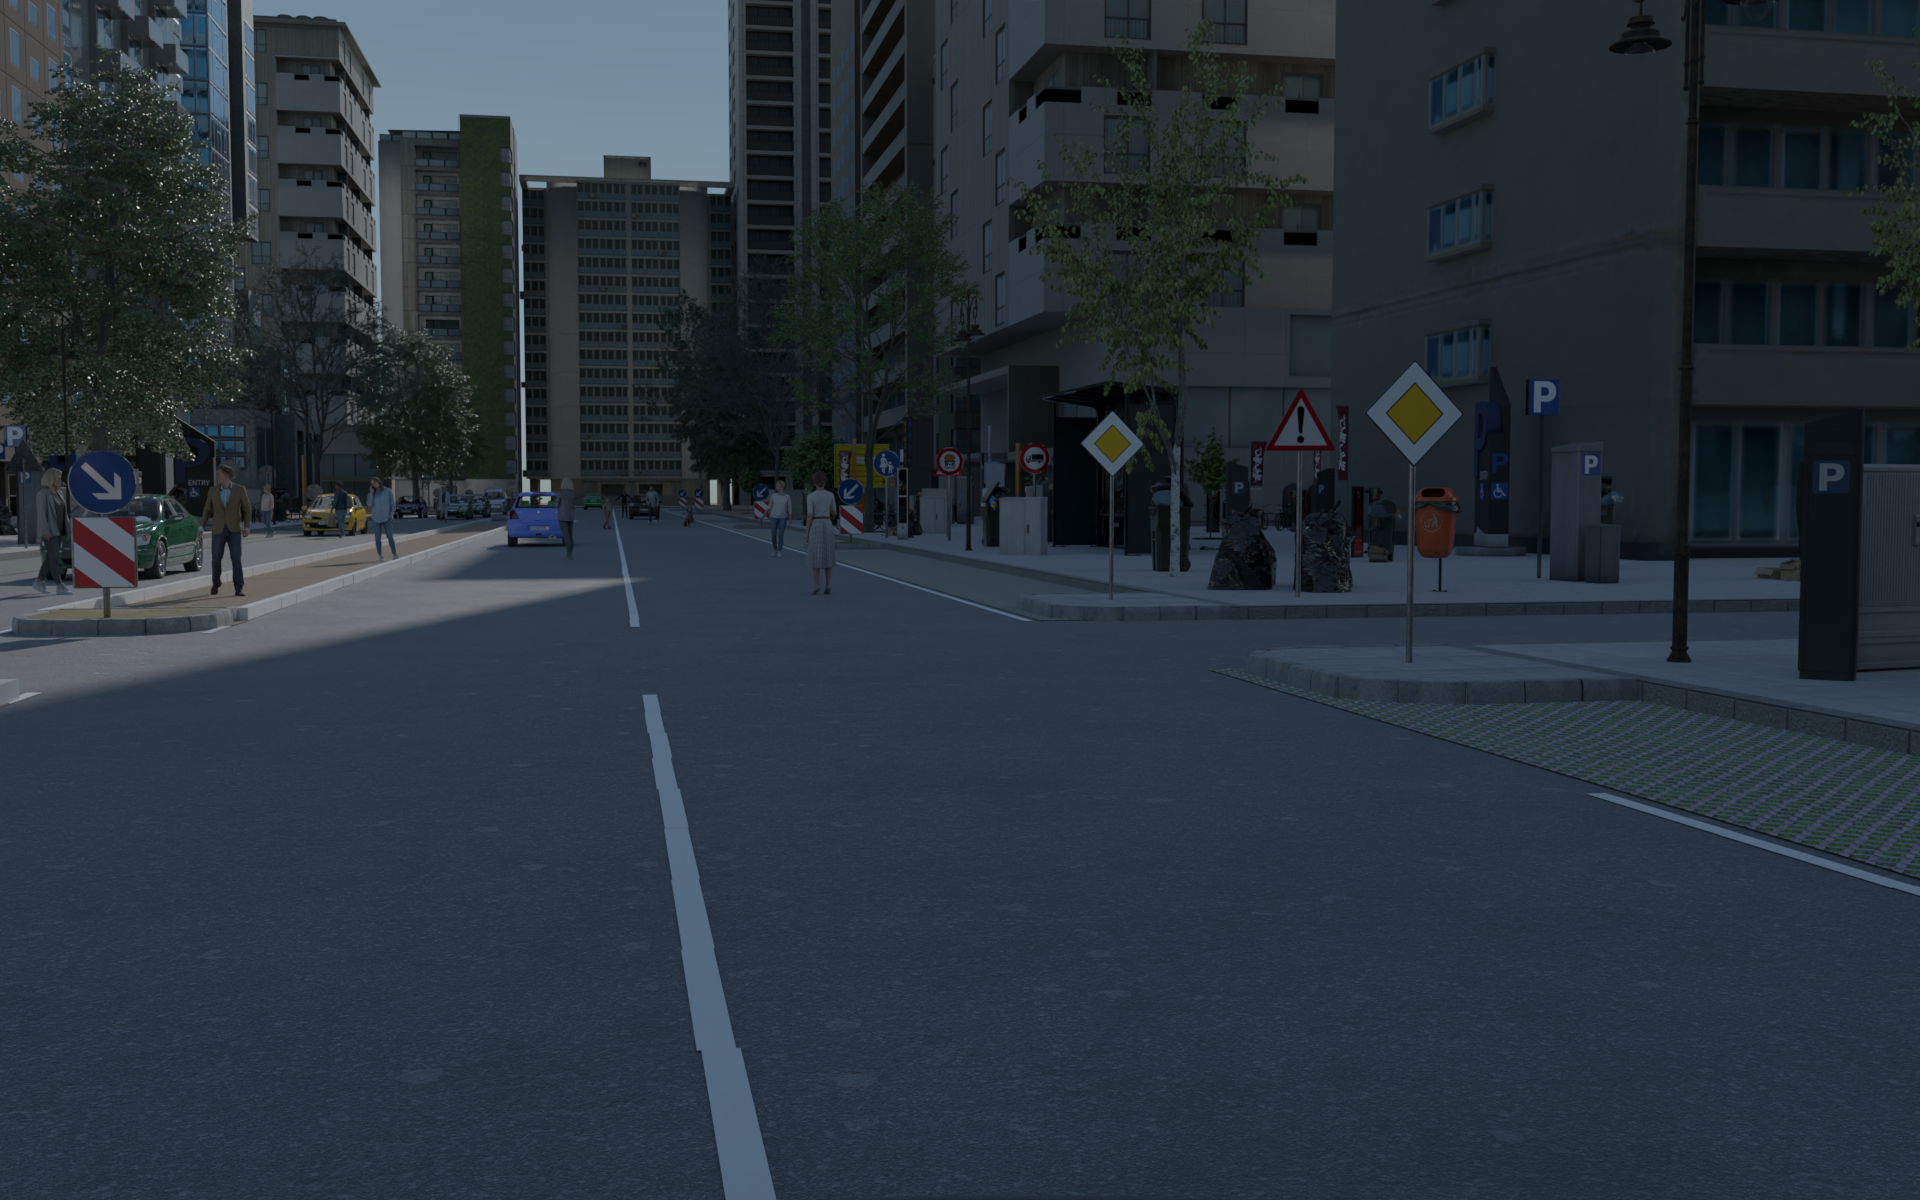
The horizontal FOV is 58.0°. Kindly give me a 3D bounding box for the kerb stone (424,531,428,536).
[{"bbox_3d":[-17.980,-2.180,57.841,0.120,0.150,1.000,-1,4,-11],"label":"kerb stone"}]

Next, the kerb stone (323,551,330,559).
[{"bbox_3d":[-13.922,-0.943,37.736,0.120,0.150,1.000,-1,4,-11],"label":"kerb stone"}]

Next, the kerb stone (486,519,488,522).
[{"bbox_3d":[-23.675,-3.901,85.980,0.120,0.150,1.000,-1,4,-11],"label":"kerb stone"}]

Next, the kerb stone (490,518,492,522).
[{"bbox_3d":[-24.284,-4.085,88.993,0.120,0.150,1.000,-1,4,-11],"label":"kerb stone"}]

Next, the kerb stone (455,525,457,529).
[{"bbox_3d":[-20.222,-2.856,68.893,0.120,0.150,1.000,-1,4,-11],"label":"kerb stone"}]

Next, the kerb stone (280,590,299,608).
[{"bbox_3d":[-8.610,0.008,22.064,0.120,0.150,1.000,-1,4,-11],"label":"kerb stone"}]

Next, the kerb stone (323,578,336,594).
[{"bbox_3d":[-9.212,-0.176,25.076,0.120,0.150,1.000,-1,4,-11],"label":"kerb stone"}]

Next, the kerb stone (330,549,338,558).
[{"bbox_3d":[-14.118,-1.007,38.740,0.120,0.150,1.000,-1,4,-11],"label":"kerb stone"}]

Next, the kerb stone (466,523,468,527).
[{"bbox_3d":[-21.232,-3.159,73.926,0.120,0.150,1.000,-1,4,-11],"label":"kerb stone"}]

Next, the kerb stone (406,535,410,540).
[{"bbox_3d":[-16.978,-1.871,52.821,0.120,0.150,1.000,-1,4,-11],"label":"kerb stone"}]

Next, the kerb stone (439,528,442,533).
[{"bbox_3d":[-18.995,-2.488,62.868,0.120,0.150,1.000,-1,4,-11],"label":"kerb stone"}]

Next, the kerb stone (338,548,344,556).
[{"bbox_3d":[-14.329,-1.073,39.743,0.120,0.150,1.000,-1,4,-11],"label":"kerb stone"}]

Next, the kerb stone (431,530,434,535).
[{"bbox_3d":[-18.390,-2.302,59.851,0.120,0.150,1.000,-1,4,-11],"label":"kerb stone"}]

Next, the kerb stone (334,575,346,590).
[{"bbox_3d":[-9.429,-0.237,26.075,0.120,0.150,1.000,-1,4,-11],"label":"kerb stone"}]

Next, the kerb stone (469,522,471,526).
[{"bbox_3d":[-21.636,-3.286,75.933,0.120,0.150,1.000,-1,4,-11],"label":"kerb stone"}]

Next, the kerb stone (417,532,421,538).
[{"bbox_3d":[-17.578,-2.054,55.836,0.120,0.150,1.000,-1,4,-11],"label":"kerb stone"}]

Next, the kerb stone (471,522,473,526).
[{"bbox_3d":[-21.846,-3.345,76.934,0.120,0.150,1.000,-1,4,-11],"label":"kerb stone"}]

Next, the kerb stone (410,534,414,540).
[{"bbox_3d":[-17.173,-1.935,53.829,0.120,0.150,1.000,-1,4,-11],"label":"kerb stone"}]

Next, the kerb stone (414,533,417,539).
[{"bbox_3d":[-17.374,-1.996,54.833,0.120,0.150,1.000,-1,4,-11],"label":"kerb stone"}]

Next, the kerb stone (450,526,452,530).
[{"bbox_3d":[-19.810,-2.734,66.890,0.120,0.150,1.000,-1,4,-11],"label":"kerb stone"}]

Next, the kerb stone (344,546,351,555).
[{"bbox_3d":[-14.532,-1.133,40.751,0.120,0.150,1.000,-1,4,-11],"label":"kerb stone"}]

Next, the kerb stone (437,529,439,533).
[{"bbox_3d":[-18.798,-2.426,61.865,0.120,0.150,1.000,-1,4,-11],"label":"kerb stone"}]

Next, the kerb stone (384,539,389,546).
[{"bbox_3d":[-15.949,-1.566,47.794,0.120,0.150,1.000,-1,4,-11],"label":"kerb stone"}]

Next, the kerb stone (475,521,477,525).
[{"bbox_3d":[-22.250,-3.471,78.943,0.120,0.150,1.000,-1,4,-11],"label":"kerb stone"}]

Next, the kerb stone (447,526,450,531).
[{"bbox_3d":[-19.610,-2.672,65.888,0.120,0.150,1.000,-1,4,-11],"label":"kerb stone"}]

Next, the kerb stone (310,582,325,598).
[{"bbox_3d":[-9.012,-0.115,24.072,0.120,0.150,1.000,-1,4,-11],"label":"kerb stone"}]

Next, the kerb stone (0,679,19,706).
[{"bbox_3d":[-6.490,0.653,11.519,0.120,0.150,1.000,-1,4,-11],"label":"kerb stone"}]

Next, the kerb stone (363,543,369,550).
[{"bbox_3d":[-15.143,-1.320,43.774,0.120,0.150,1.000,-1,4,-11],"label":"kerb stone"}]

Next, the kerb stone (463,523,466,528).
[{"bbox_3d":[-21.028,-3.100,72.911,0.120,0.150,1.000,-1,4,-11],"label":"kerb stone"}]

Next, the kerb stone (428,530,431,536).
[{"bbox_3d":[-18.191,-2.242,58.846,0.120,0.150,1.000,-1,4,-11],"label":"kerb stone"}]

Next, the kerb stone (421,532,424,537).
[{"bbox_3d":[-17.784,-2.117,56.837,0.120,0.150,1.000,-1,4,-11],"label":"kerb stone"}]

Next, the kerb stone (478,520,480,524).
[{"bbox_3d":[-22.652,-3.594,80.955,0.120,0.150,1.000,-1,4,-11],"label":"kerb stone"}]

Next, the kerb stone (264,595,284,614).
[{"bbox_3d":[-8.410,0.071,21.055,0.120,0.150,1.000,-1,4,-11],"label":"kerb stone"}]

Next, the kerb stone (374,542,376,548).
[{"bbox_3d":[-15.545,-1.442,45.779,0.120,0.150,1.000,-1,4,-11],"label":"kerb stone"}]

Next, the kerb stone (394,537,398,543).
[{"bbox_3d":[-16.365,-1.688,49.796,0.120,0.150,1.000,-1,4,-11],"label":"kerb stone"}]

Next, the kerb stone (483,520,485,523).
[{"bbox_3d":[-23.264,-3.777,83.970,0.120,0.150,1.000,-1,4,-11],"label":"kerb stone"}]

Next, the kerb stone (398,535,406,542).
[{"bbox_3d":[-16.769,-1.812,51.820,0.120,0.150,1.000,-1,4,-11],"label":"kerb stone"}]

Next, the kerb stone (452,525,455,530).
[{"bbox_3d":[-20.015,-2.795,67.892,0.120,0.150,1.000,-1,4,-11],"label":"kerb stone"}]

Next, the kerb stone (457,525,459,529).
[{"bbox_3d":[-20.421,-2.916,69.896,0.120,0.150,1.000,-1,4,-11],"label":"kerb stone"}]

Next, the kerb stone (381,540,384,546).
[{"bbox_3d":[-15.760,-1.503,46.789,0.120,0.150,1.000,-1,4,-11],"label":"kerb stone"}]

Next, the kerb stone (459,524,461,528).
[{"bbox_3d":[-20.621,-2.979,70.904,0.120,0.150,1.000,-1,4,-11],"label":"kerb stone"}]

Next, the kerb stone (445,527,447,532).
[{"bbox_3d":[-19.411,-2.611,64.885,0.120,0.150,1.000,-1,4,-11],"label":"kerb stone"}]

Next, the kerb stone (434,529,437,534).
[{"bbox_3d":[-18.594,-2.365,60.856,0.120,0.150,1.000,-1,4,-11],"label":"kerb stone"}]

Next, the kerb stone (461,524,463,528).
[{"bbox_3d":[-20.827,-3.040,71.906,0.120,0.150,1.000,-1,4,-11],"label":"kerb stone"}]

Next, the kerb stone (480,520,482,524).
[{"bbox_3d":[-22.858,-3.651,81.957,0.120,0.150,1.000,-1,4,-11],"label":"kerb stone"}]

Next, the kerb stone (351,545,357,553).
[{"bbox_3d":[-14.735,-1.193,41.767,0.120,0.150,1.000,-1,4,-11],"label":"kerb stone"}]

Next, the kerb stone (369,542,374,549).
[{"bbox_3d":[-15.344,-1.374,44.777,0.120,0.150,1.000,-1,4,-11],"label":"kerb stone"}]

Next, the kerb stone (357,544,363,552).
[{"bbox_3d":[-14.935,-1.259,42.773,0.120,0.150,1.000,-1,4,-11],"label":"kerb stone"}]

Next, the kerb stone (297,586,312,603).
[{"bbox_3d":[-8.810,-0.050,23.070,0.120,0.150,1.000,-1,4,-11],"label":"kerb stone"}]

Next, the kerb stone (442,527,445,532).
[{"bbox_3d":[-19.208,-2.550,63.883,0.120,0.150,1.000,-1,4,-11],"label":"kerb stone"}]

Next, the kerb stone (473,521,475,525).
[{"bbox_3d":[-22.055,-3.401,77.940,0.120,0.150,1.000,-1,4,-11],"label":"kerb stone"}]

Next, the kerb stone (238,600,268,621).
[{"bbox_3d":[-8.206,0.131,20.053,0.120,0.150,1.000,-1,4,-11],"label":"kerb stone"}]
